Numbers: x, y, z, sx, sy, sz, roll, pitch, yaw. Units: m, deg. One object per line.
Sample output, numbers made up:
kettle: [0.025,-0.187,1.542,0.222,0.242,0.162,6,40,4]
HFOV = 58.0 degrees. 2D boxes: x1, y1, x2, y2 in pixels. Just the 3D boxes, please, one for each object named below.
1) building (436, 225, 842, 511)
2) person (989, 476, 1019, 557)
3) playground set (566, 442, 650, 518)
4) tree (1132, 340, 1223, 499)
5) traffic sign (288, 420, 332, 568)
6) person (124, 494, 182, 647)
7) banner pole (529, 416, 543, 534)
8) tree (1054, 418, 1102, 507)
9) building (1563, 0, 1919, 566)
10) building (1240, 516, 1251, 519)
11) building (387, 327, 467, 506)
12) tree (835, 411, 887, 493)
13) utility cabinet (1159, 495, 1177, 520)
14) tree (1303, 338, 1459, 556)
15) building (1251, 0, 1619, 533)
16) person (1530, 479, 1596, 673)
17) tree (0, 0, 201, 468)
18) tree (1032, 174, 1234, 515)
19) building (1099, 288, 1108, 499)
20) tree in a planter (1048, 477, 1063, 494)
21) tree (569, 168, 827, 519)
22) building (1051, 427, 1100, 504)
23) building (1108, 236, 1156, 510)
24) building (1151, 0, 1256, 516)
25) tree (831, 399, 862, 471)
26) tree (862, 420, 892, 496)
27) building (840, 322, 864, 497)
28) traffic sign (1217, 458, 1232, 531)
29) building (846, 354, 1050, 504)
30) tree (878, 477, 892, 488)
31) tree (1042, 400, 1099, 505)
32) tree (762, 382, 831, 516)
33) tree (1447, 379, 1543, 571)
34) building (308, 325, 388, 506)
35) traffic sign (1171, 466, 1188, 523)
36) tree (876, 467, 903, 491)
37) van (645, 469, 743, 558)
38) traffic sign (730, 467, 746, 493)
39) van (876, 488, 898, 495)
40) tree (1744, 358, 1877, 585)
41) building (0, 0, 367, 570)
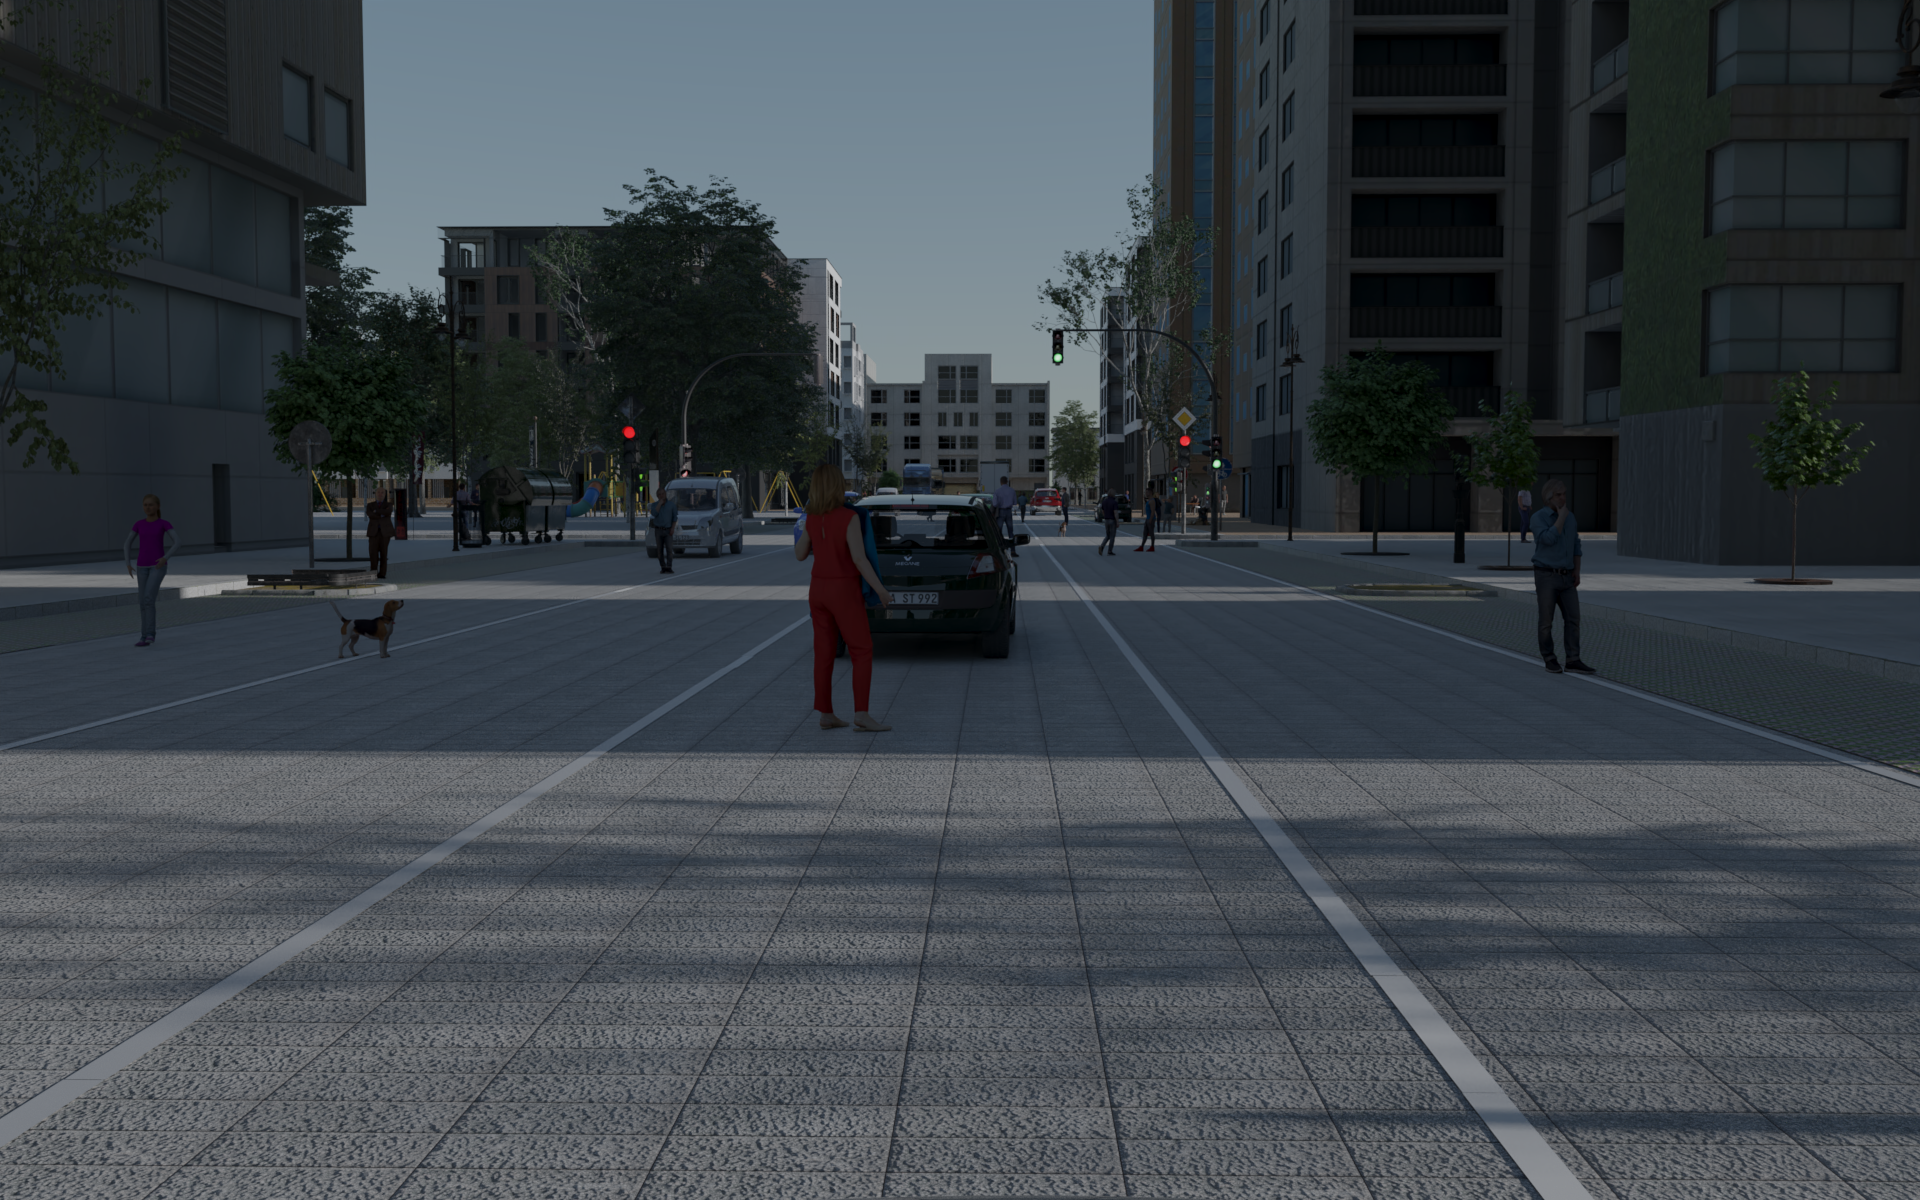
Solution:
building: [-25.487,-18.618,148.382,27.936,21.610,32.646,0,4,1]
person: [0.982,-1.894,39.343,0.709,1.838,0.599,-1,4,-14]
playground set: [-19.947,-6.732,96.849,5.637,4.214,5.302,0,4,0]
tree: [10.026,-8.046,81.909,4.360,8.622,3.978,0,3,0]
traffic sign: [-11.263,-1.829,30.018,0.768,2.556,0.104,0,4,2]
person: [-7.558,-0.267,16.099,0.726,1.435,0.776,0,4,-6]
banner pole: [-13.782,-4.035,55.991,0.401,3.779,0.863,-2,4,-32]
tree: [11.898,-13.138,165.168,4.737,8.622,4.395,0,3,0]
building: [20.754,-21.579,36.404,14.154,41.232,14.086,0,4,1]
building: [21.729,-26.707,86.771,14.600,45.320,14.200,0,4,1]
building: [-56.685,-20.865,197.564,11.380,20.091,16.016,0,4,1]
tree: [-8.624,-12.240,150.485,4.360,8.622,3.978,0,3,0]
utility cabinet: [10.104,-4.496,84.676,1.020,1.237,0.306,-2,4,-31]
tree: [8.776,-3.227,36.475,4.285,4.588,4.351,0,3,0]
building: [22.982,-38.345,65.195,20.611,71.187,20.563,0,4,1]
person: [4.812,-0.194,13.890,0.499,1.552,0.429,0,4,5]
tree: [-11.999,-4.347,21.432,4.737,8.622,4.395,0,3,0]
tree: [10.625,-15.260,105.396,12.611,20.169,13.585,0,3,0]
building: [28.874,-20.974,186.902,27.936,21.610,32.646,0,4,1]
tree in a planter: [10.281,-11.509,185.397,1.991,3.239,1.994,0,4,1]
tree: [-10.659,-9.926,68.951,9.857,13.997,8.962,0,3,0]
building: [25.724,-17.133,222.274,28.070,9.664,9.099,0,4,1]
building: [28.362,-18.919,153.296,27.936,21.610,32.646,0,4,1]
building: [21.199,-28.915,122.872,14.600,45.320,14.200,0,4,1]
tree: [-10.355,-10.525,122.442,4.737,8.622,4.395,0,3,0]
tree: [-8.687,-13.547,171.853,4.737,8.622,4.395,0,3,0]
building: [-16.908,-20.838,197.119,11.380,20.091,16.016,0,4,1]
traffic sign: [9.120,-3.696,60.542,0.768,2.556,0.104,0,4,2]
building: [-4.255,-22.026,226.579,31.486,18.905,16.747,0,4,1]
tree: [-8.404,-12.226,194.503,1.663,3.219,1.824,0,3,0]
tree: [13.769,-17.769,208.651,7.486,12.596,7.792,0,3,0]
tree: [-10.379,-9.200,100.782,4.737,8.622,4.395,0,3,0]
tree: [9.419,-2.130,29.431,1.663,3.219,1.824,0,3,0]
building: [-68.065,-20.874,197.710,11.380,20.091,16.016,0,4,1]
traffic sign: [9.766,-4.712,77.153,0.768,2.556,0.104,0,4,4]
tree: [-8.351,-13.589,205.886,4.285,4.588,4.351,0,3,0]
van: [-6.145,-2.035,40.283,2.013,2.044,4.112,0,4,3]
traffic sign: [-10.477,-4.987,81.640,0.768,2.556,0.104,1,4,11]
van: [-4.816,-6.539,113.918,2.013,2.044,4.112,0,4,0]
tree: [11.892,-1.838,24.660,1.663,3.219,1.824,0,3,0]
building: [-28.446,-26.970,30.201,27.495,52.752,28.713,0,4,1]
